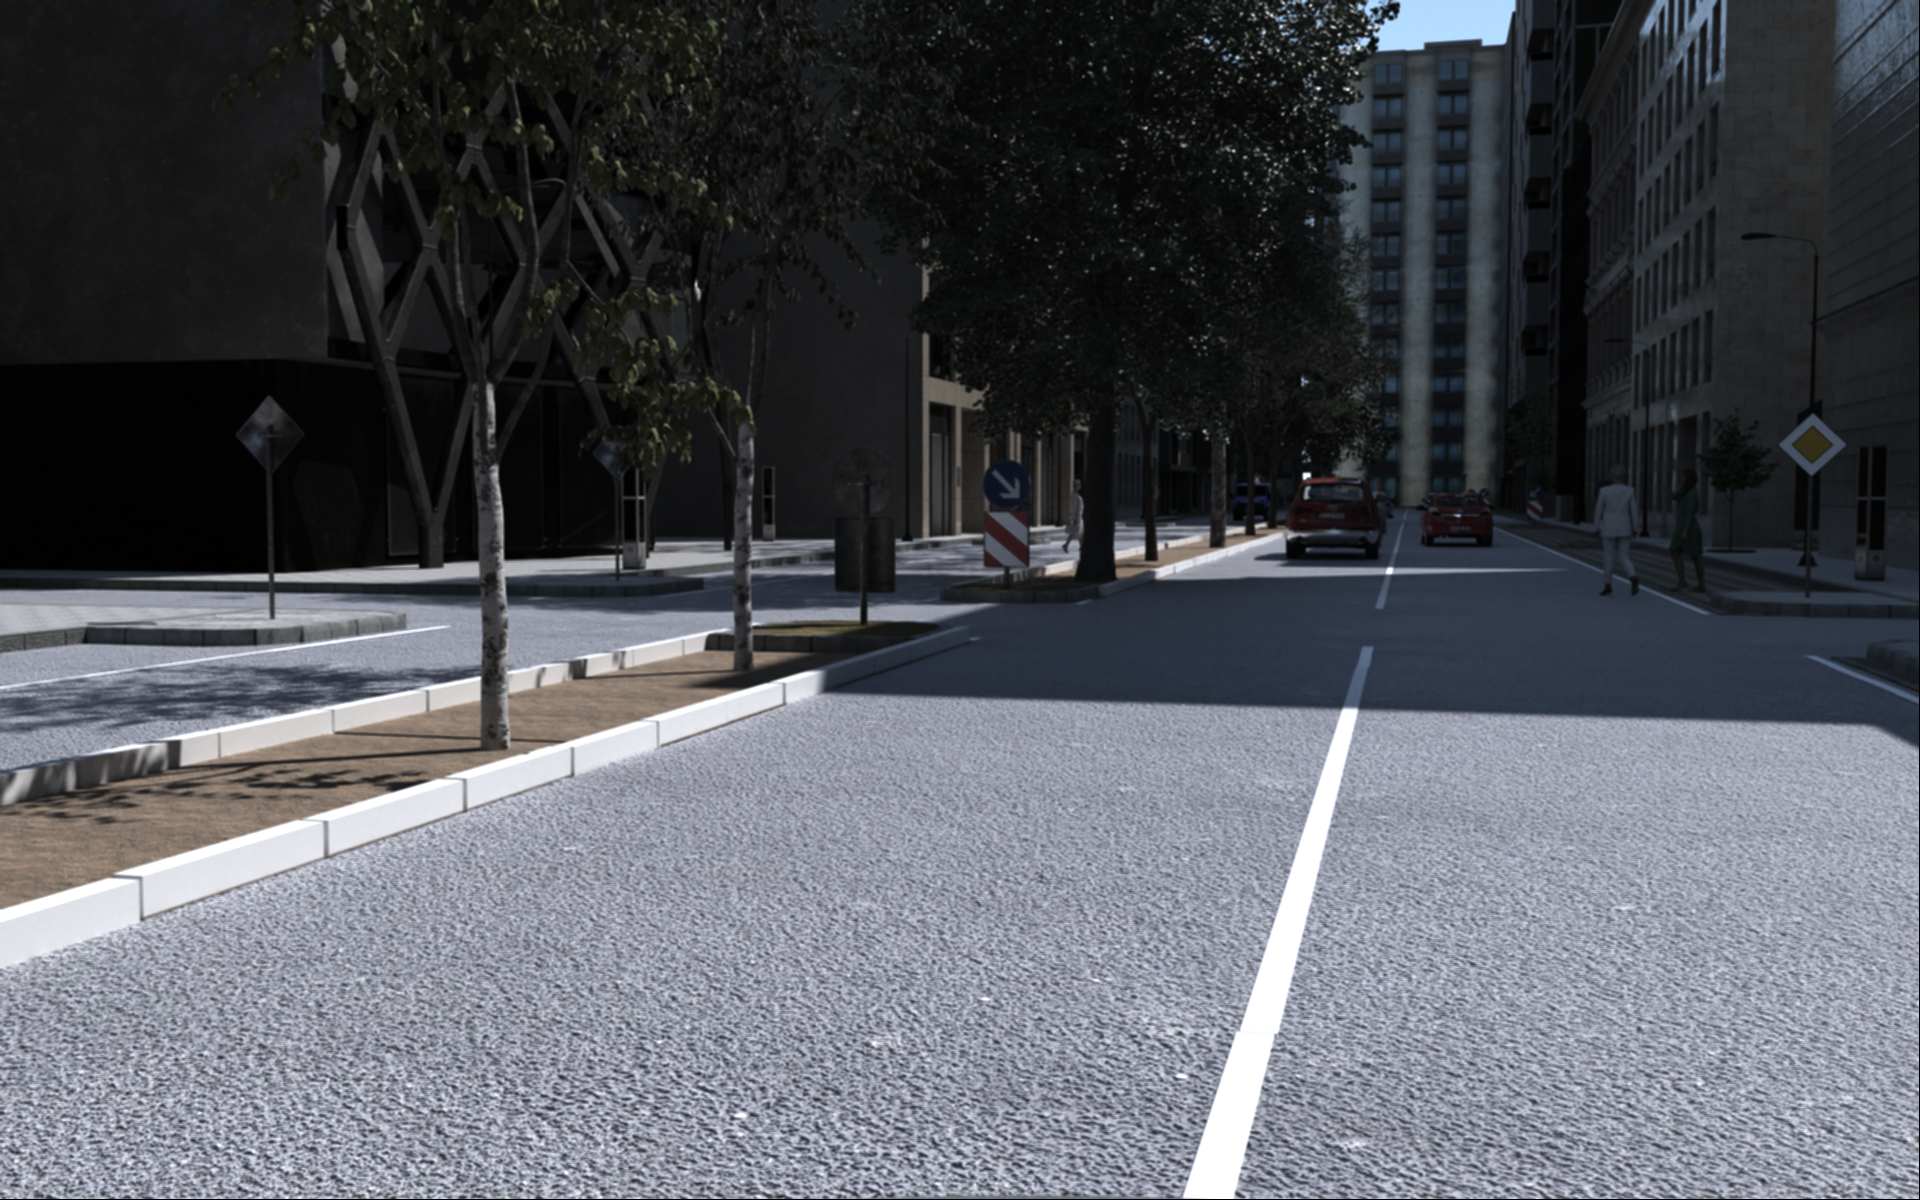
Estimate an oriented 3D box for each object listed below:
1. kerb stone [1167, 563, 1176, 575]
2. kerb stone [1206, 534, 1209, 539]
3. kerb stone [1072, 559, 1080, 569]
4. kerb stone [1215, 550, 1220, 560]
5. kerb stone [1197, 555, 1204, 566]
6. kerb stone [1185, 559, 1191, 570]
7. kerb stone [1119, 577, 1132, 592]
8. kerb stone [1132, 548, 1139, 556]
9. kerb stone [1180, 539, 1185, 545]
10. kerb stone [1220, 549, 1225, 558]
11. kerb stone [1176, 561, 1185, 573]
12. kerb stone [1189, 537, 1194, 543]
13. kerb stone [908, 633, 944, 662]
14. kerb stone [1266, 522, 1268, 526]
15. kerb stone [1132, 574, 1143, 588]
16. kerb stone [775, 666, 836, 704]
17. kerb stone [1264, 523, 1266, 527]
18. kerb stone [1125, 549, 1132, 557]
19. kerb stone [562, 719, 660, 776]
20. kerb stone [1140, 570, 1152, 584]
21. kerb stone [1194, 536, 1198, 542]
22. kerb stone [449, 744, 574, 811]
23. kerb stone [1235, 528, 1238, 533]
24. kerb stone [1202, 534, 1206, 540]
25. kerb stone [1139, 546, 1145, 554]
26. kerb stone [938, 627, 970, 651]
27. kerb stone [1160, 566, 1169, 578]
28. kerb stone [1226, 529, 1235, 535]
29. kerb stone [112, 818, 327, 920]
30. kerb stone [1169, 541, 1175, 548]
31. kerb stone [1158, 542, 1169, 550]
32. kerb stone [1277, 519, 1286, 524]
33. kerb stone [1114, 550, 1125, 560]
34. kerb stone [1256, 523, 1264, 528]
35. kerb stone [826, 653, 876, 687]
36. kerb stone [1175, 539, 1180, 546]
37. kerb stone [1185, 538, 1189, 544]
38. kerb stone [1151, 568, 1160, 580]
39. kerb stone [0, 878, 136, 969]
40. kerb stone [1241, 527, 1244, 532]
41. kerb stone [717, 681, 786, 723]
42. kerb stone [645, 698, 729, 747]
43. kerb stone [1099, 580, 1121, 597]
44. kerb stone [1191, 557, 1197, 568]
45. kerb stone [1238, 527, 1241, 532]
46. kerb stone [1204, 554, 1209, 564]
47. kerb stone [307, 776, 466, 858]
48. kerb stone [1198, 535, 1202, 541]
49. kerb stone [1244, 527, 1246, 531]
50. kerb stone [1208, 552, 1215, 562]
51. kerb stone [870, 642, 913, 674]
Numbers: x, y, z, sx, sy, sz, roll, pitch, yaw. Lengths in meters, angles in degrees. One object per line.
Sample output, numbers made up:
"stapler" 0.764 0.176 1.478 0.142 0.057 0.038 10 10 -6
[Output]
"kerb stone" 3.662 -0.518 30.668 0.120 0.150 1.000 1 4 15
"kerb stone" 7.581 -1.946 54.020 0.120 0.150 1.000 1 4 15
"kerb stone" 2.146 -0.671 33.167 0.120 0.150 1.000 1 4 15
"kerb stone" 5.480 -0.943 37.606 0.120 0.150 1.000 1 4 15
"kerb stone" 4.700 -0.761 34.633 0.120 0.150 1.000 1 4 15
"kerb stone" 4.183 -0.639 32.645 0.120 0.150 1.000 1 4 15
"kerb stone" 2.377 -0.214 25.702 0.120 0.150 1.000 1 4 15
"kerb stone" 3.957 -1.096 40.111 0.120 0.150 1.000 1 4 15
"kerb stone" 6.038 -1.579 48.058 0.120 0.150 1.000 1 4 15
"kerb stone" 5.736 -1.003 38.596 0.120 0.150 1.000 1 4 15
"kerb stone" 3.936 -0.576 31.653 0.120 0.150 1.000 1 4 15
"kerb stone" 6.554 -1.701 50.037 0.120 0.150 1.000 1 4 15
"kerb stone" -0.348 0.427 15.246 0.120 0.150 1.000 1 4 15
"kerb stone" 13.279 -3.282 75.870 0.120 0.150 1.000 1 4 15
"kerb stone" 2.640 -0.266 26.698 0.120 0.150 1.000 1 4 15
"kerb stone" -1.118 0.607 12.275 0.120 0.150 1.000 1 4 15
"kerb stone" 13.021 -3.222 74.875 0.120 0.150 1.000 1 4 15
"kerb stone" 3.700 -1.031 39.116 0.120 0.150 1.000 1 4 15
"kerb stone" -1.894 0.792 9.305 0.120 0.150 1.000 1 4 15
"kerb stone" 2.900 -0.336 27.687 0.120 0.150 1.000 1 4 15
"kerb stone" 6.812 -1.764 51.033 0.120 0.150 1.000 1 4 15
"kerb stone" -2.157 0.849 8.314 0.120 0.150 1.000 1 4 15
"kerb stone" 9.910 -2.490 62.962 0.120 0.150 1.000 1 4 15
"kerb stone" 7.326 -1.885 53.019 0.120 0.150 1.000 1 4 15
"kerb stone" 4.228 -1.156 41.097 0.120 0.150 1.000 1 4 15
"kerb stone" -0.092 0.365 16.235 0.120 0.150 1.000 1 4 15
"kerb stone" 3.408 -0.455 29.672 0.120 0.150 1.000 1 4 15
"kerb stone" 9.655 -2.430 61.971 0.120 0.150 1.000 1 4 15
"kerb stone" -2.677 0.971 6.316 0.120 0.150 1.000 1 4 15
"kerb stone" 5.528 -1.460 46.072 0.120 0.150 1.000 1 4 15
"kerb stone" 5.253 -1.400 45.083 0.120 0.150 1.000 1 4 15
"kerb stone" 16.122 -3.951 86.790 0.120 0.150 1.000 1 4 15
"kerb stone" 3.444 -0.972 38.126 0.120 0.150 1.000 1 4 15
"kerb stone" 12.751 -3.160 73.889 0.120 0.150 1.000 1 4 15
"kerb stone" -0.868 0.548 13.267 0.120 0.150 1.000 1 4 15
"kerb stone" 5.775 -1.521 47.065 0.120 0.150 1.000 1 4 15
"kerb stone" 6.291 -1.642 49.048 0.120 0.150 1.000 1 4 15
"kerb stone" 3.143 -0.397 28.685 0.120 0.150 1.000 1 4 15
"kerb stone" -2.928 1.039 5.325 0.120 0.150 1.000 1 4 15
"kerb stone" 10.434 -2.614 64.944 0.120 0.150 1.000 1 4 15
"kerb stone" -1.386 0.671 11.288 0.120 0.150 1.000 1 4 15
"kerb stone" -1.635 0.728 10.293 0.120 0.150 1.000 1 4 15
"kerb stone" 2.118 -0.150 24.705 0.120 0.150 1.000 1 4 15
"kerb stone" 4.442 -0.696 33.634 0.120 0.150 1.000 1 4 15
"kerb stone" 10.175 -2.552 63.955 0.120 0.150 1.000 1 4 15
"kerb stone" 4.957 -0.818 35.623 0.120 0.150 1.000 1 4 15
"kerb stone" -2.418 0.912 7.316 0.120 0.150 1.000 1 4 15
"kerb stone" 7.062 -1.824 52.024 0.120 0.150 1.000 1 4 15
"kerb stone" 10.686 -2.675 65.937 0.120 0.150 1.000 1 4 15
"kerb stone" 5.218 -0.882 36.611 0.120 0.150 1.000 1 4 15
"kerb stone" -0.607 0.486 14.255 0.120 0.150 1.000 1 4 15
